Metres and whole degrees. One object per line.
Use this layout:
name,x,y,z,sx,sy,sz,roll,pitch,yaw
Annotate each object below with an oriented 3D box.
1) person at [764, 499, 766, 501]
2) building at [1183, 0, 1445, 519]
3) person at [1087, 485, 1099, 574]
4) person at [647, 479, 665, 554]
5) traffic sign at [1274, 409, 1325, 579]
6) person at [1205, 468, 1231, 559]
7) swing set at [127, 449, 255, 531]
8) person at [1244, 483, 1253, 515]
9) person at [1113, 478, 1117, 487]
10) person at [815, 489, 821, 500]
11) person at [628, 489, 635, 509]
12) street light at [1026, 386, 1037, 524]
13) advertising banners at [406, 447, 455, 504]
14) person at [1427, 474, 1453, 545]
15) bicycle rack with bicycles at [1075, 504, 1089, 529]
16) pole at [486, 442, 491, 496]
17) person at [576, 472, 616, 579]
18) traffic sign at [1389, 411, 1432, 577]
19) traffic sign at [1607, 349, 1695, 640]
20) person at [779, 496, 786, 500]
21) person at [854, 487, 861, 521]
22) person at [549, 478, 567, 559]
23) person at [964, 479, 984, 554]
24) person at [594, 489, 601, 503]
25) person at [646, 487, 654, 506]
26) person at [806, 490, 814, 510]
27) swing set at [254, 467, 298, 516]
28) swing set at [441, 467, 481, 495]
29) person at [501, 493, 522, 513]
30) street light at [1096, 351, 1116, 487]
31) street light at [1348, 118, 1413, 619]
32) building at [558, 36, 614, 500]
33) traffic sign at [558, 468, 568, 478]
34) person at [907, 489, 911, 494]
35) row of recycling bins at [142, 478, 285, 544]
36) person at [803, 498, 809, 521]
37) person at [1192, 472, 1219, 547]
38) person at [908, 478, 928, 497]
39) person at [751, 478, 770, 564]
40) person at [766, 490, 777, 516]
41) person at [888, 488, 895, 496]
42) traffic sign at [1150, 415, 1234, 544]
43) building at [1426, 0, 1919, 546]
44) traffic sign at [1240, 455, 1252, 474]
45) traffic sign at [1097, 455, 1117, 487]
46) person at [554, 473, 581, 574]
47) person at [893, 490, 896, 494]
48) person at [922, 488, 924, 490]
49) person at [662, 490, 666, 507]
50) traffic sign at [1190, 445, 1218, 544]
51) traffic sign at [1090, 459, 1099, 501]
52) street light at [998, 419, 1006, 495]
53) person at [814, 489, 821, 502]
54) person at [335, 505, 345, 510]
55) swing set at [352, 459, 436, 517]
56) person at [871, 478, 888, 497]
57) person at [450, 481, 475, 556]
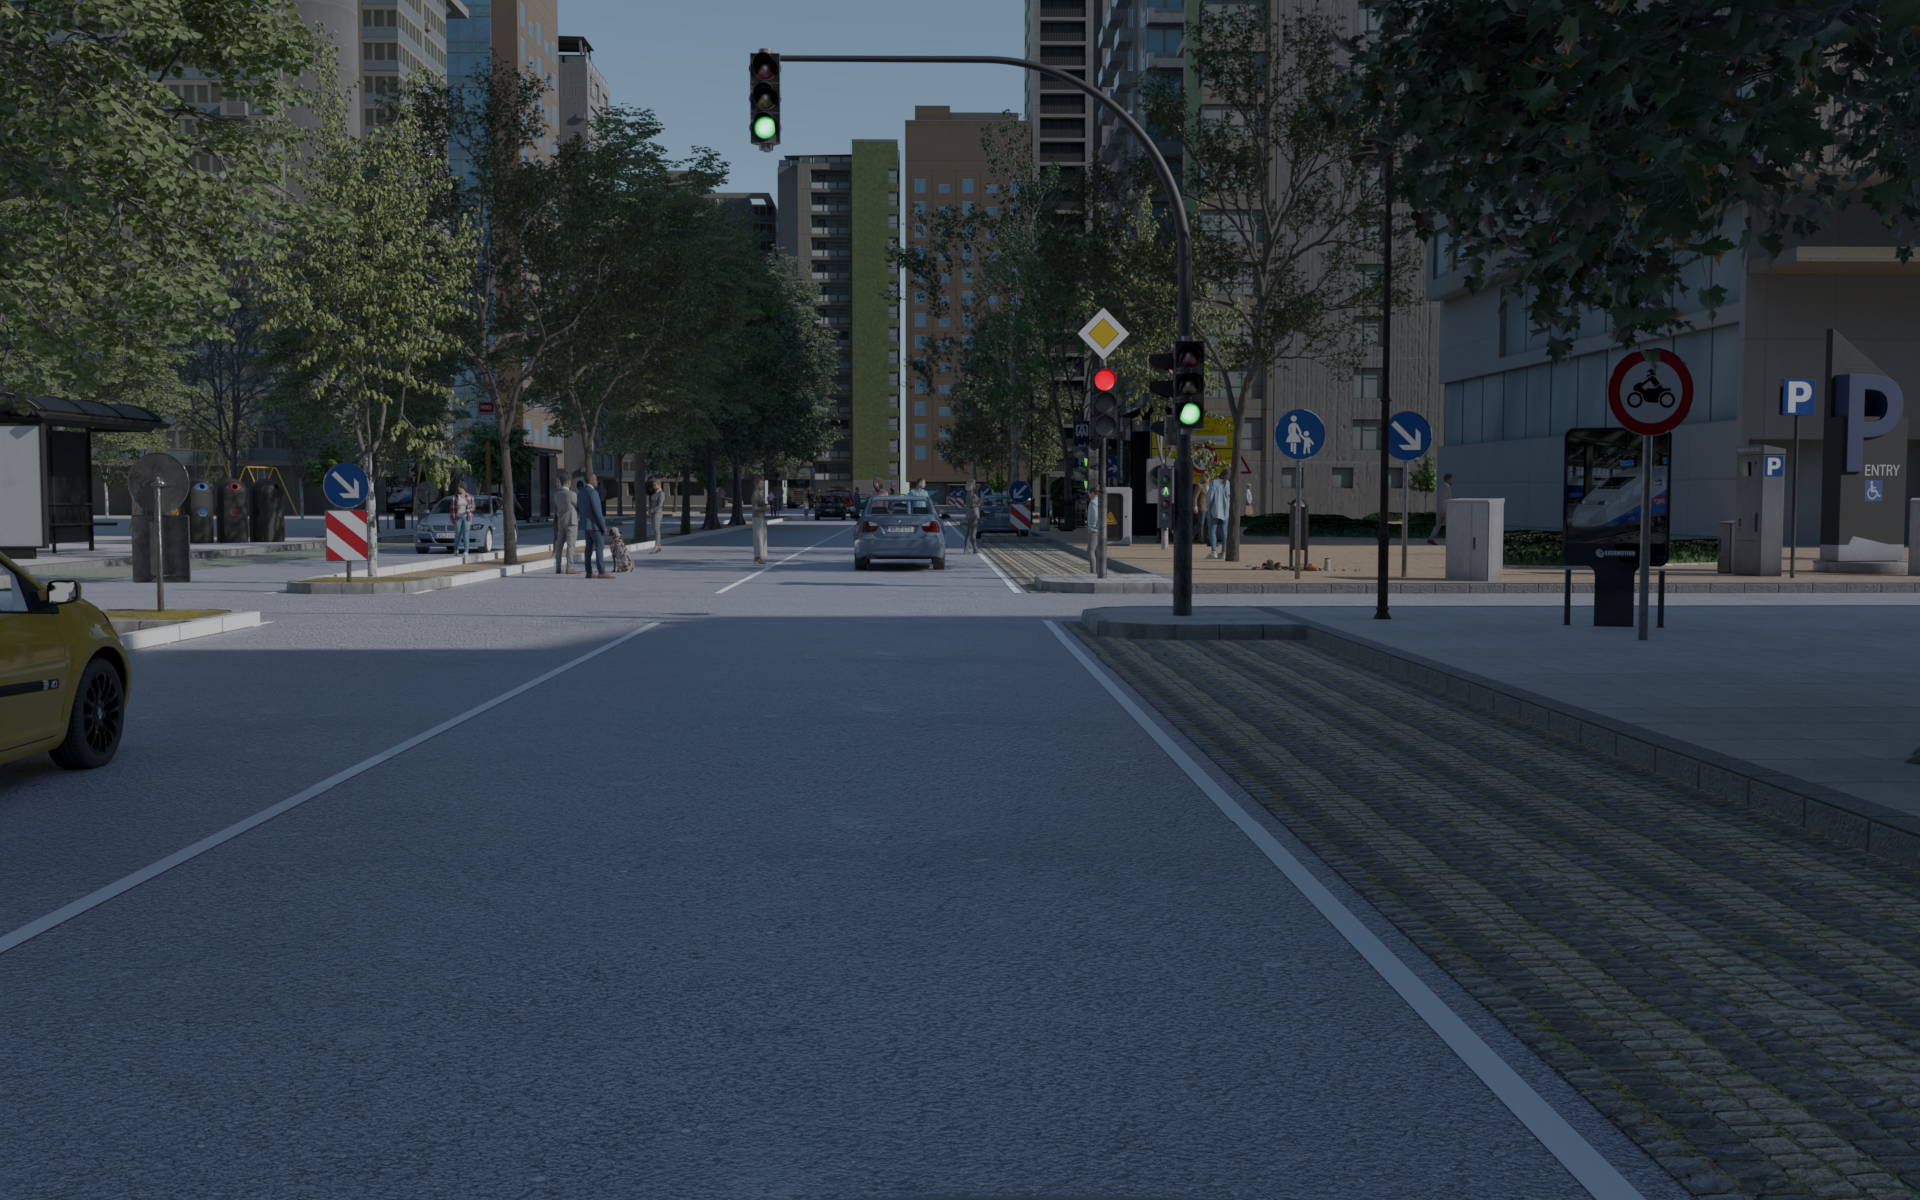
person,-13.817,-6.750,118.868,0.705,1.824,1.348,-3,5,-44
building,18.565,-24.906,90.808,14.154,41.232,14.086,0,4,-1
person,2.256,-1.141,28.960,0.330,1.601,0.589,2,4,31
person,-7.387,-2.016,41.740,0.520,1.790,0.573,3,5,41
traffic sign,5.088,-1.586,26.033,0.768,2.556,0.104,0,4,0
person,5.099,-1.697,34.060,0.793,1.790,0.793,3,4,38
swing set,-27.244,-3.878,61.026,2.862,2.851,3.119,1,4,18
person,13.113,-4.441,79.138,0.515,1.767,0.782,1,4,9
person,4.917,-2.925,54.220,0.624,1.780,0.694,-2,4,-32
person,-10.396,-7.335,128.367,0.705,1.831,1.348,2,4,34
person,-28.273,-8.772,150.186,1.217,1.735,0.721,-1,4,-14
street light,3.023,-6.132,73.038,0.468,5.910,1.993,0,4,-1
advertising banners,-20.028,-4.235,65.430,0.090,3.025,2.074,3,5,41
person,12.164,-2.272,43.456,0.850,1.792,0.678,0,4,-1
bicycle rack with bicycles,5.385,-2.996,62.369,2.852,0.926,2.925,-1,4,-16
pole,-18.360,-4.503,67.459,0.158,3.312,0.155,0,3,0
person,-6.236,-1.268,29.415,0.721,1.800,0.419,3,4,38
traffic sign,6.870,-1.628,26.720,0.768,2.556,0.104,0,4,5
traffic sign,6.007,-0.920,15.156,0.768,2.556,0.104,0,4,-1
person,-15.709,-8.637,150.438,1.217,1.743,0.721,1,4,17
person,-5.400,-5.042,91.127,0.419,1.800,0.721,-1,4,-17
person,-8.623,-1.763,37.504,0.537,1.800,0.526,3,4,39
person,0.348,-2.031,41.887,0.526,1.800,0.537,1,4,11
person,-12.515,-3.073,58.843,0.679,1.850,0.850,-2,4,-33
person,-24.899,-8.164,139.545,1.348,1.822,0.705,1,4,10
person,-13.356,-8.872,153.565,0.705,1.822,1.348,2,4,26
swing set,-40.081,-6.232,99.520,2.862,2.851,3.119,1,4,10
swing set,-28.668,-6.222,99.342,3.119,2.851,2.862,1,4,11
person,-15.631,-3.136,60.054,0.850,1.792,0.678,3,5,42
street light,3.817,-4.411,44.915,0.468,5.910,1.993,0,4,-1
street light,4.341,-2.742,17.618,0.468,5.910,1.993,0,4,-1
building,-39.310,-28.994,157.645,14.086,41.232,14.154,0,4,-1
traffic sign,-19.639,-5.205,85.204,0.768,2.556,0.104,0,4,1
person,-3.649,-7.231,126.752,1.348,1.821,0.705,0,4,-6
row of recycling bins,-19.546,-2.340,45.376,3.534,1.692,1.069,-3,5,-44
person,-8.100,-4.756,90.950,0.332,1.250,0.352,0,4,6
person,5.888,-2.213,42.136,0.836,1.842,0.656,1,4,15
person,-1.021,-2.145,43.426,0.638,1.841,0.748,0,4,-3
person,-4.089,-1.621,35.548,0.362,1.759,0.519,0,4,2
person,-12.211,-6.298,112.414,0.756,1.711,0.436,-1,4,-10
person,-3.972,-5.637,100.760,0.616,1.811,0.778,1,4,11
traffic sign,6.017,-3.095,44.481,2.265,3.308,0.079,0,4,4
building,31.080,-28.313,52.164,27.495,52.752,28.713,0,4,-1
traffic sign,7.276,-2.805,45.868,0.884,2.594,0.081,0,4,2
traffic sign,4.838,-3.431,56.208,0.768,2.556,0.104,0,4,1
person,-7.045,-1.377,31.202,0.511,1.800,0.466,1,4,17
person,-5.721,-8.579,148.768,1.348,1.824,0.705,0,4,-4
person,-1.281,-2.772,54.237,0.534,1.772,0.576,-2,4,-30
person,-30.013,-10.247,174.370,0.721,1.735,1.217,3,4,36
traffic sign,6.168,-2.688,44.049,0.768,2.556,0.104,0,4,4
traffic sign,4.420,-3.556,58.253,0.768,2.556,0.104,0,4,7
street light,2.442,-7.843,101.026,0.468,5.910,1.993,0,4,-1
person,-9.798,-6.826,120.128,0.705,1.821,1.348,2,4,30
person,-27.872,-4.377,77.814,0.606,1.804,0.583,-2,4,-30
swing set,-25.748,-4.932,78.252,3.119,2.851,2.862,0,4,4
person,-1.975,-1.990,41.046,0.555,1.821,0.388,1,4,19
person,-11.511,-1.880,40.084,0.563,1.720,0.643,-1,4,-13
